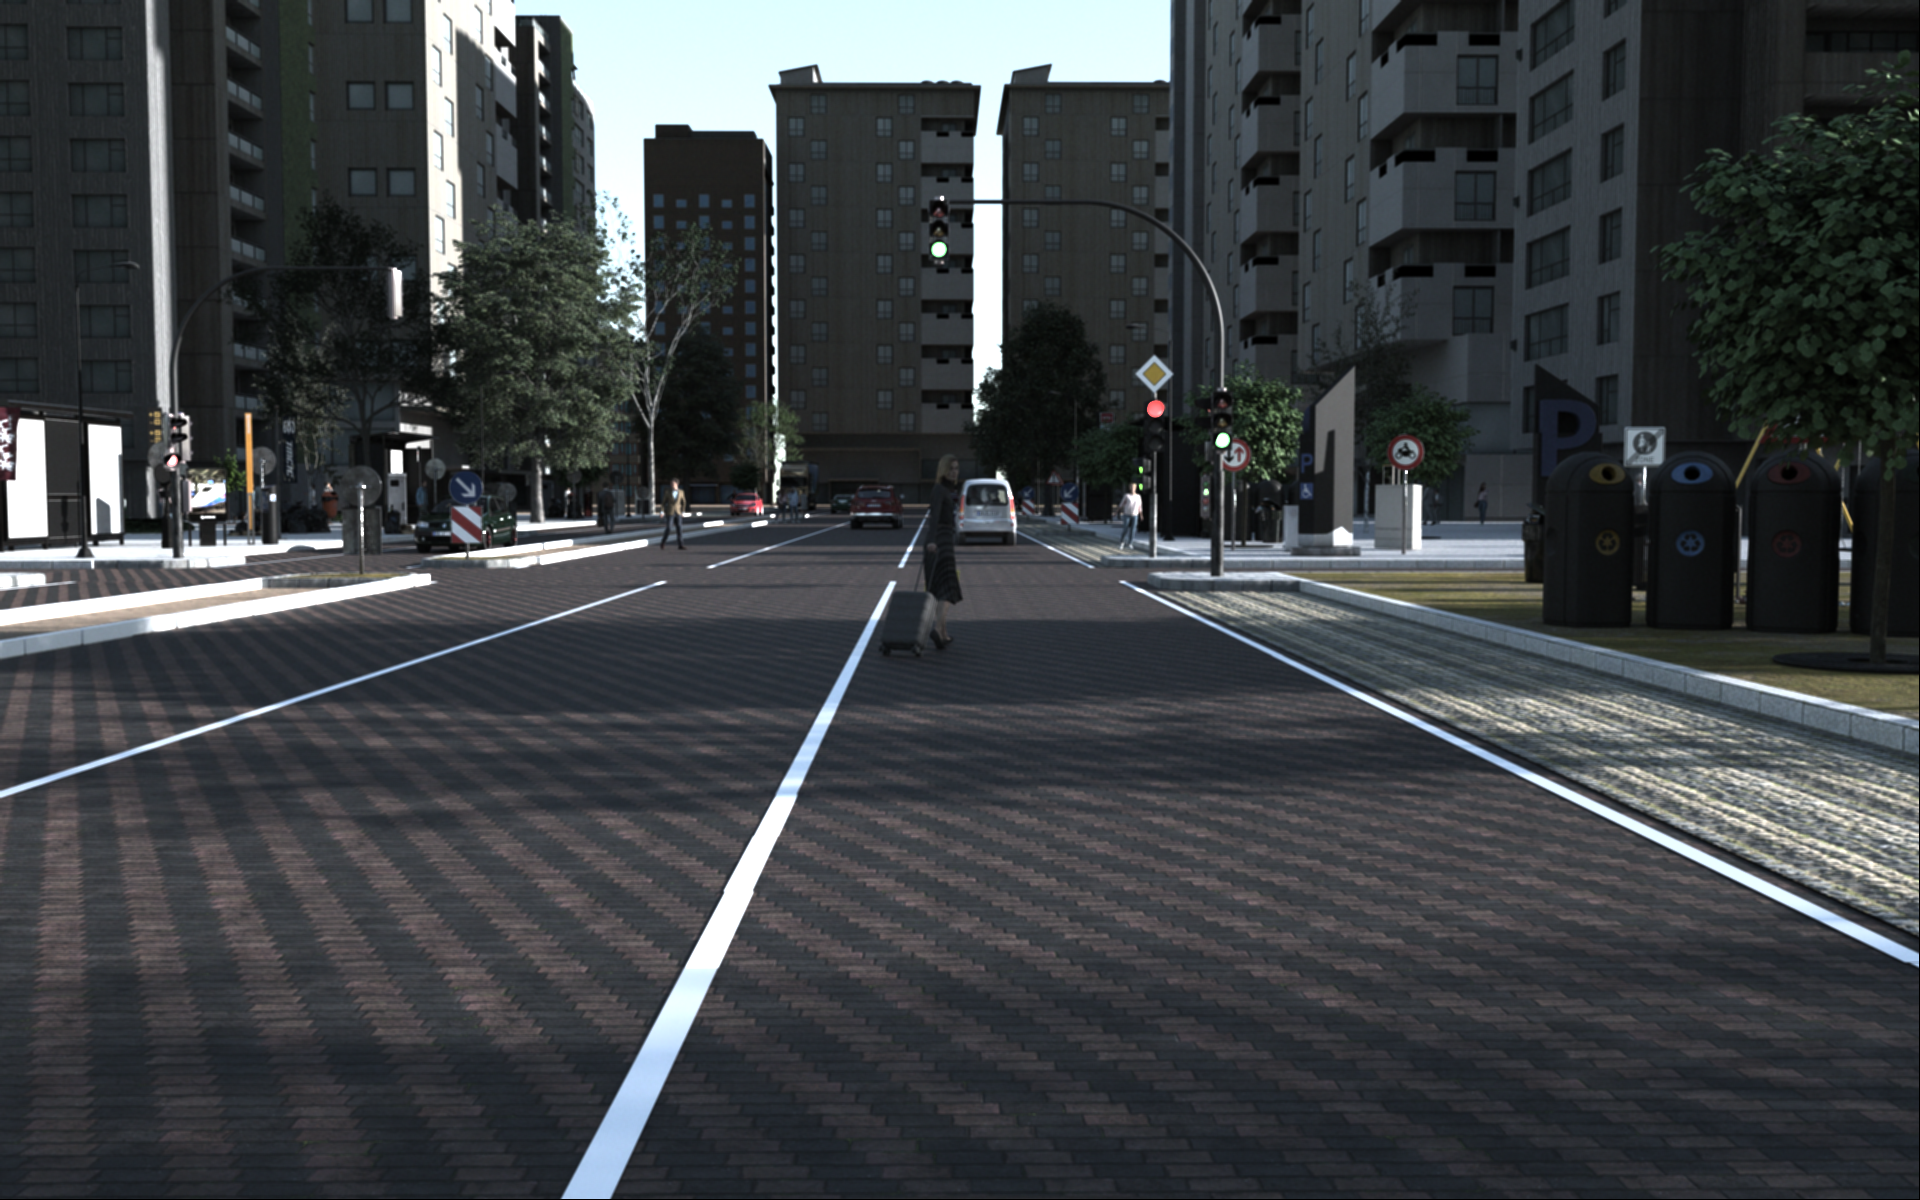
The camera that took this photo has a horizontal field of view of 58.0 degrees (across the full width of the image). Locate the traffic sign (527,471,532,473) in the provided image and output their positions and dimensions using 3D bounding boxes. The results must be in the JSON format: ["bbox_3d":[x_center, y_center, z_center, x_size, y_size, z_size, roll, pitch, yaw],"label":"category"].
[{"bbox_3d":[-23.075,-5.712,93.492,0.768,2.556,0.104,0,4,1],"label":"traffic sign"}]

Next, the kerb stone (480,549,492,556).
[{"bbox_3d":[-10.783,-1.025,38.957,0.120,0.150,1.000,0,4,-1],"label":"kerb stone"}]

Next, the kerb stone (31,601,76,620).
[{"bbox_3d":[-10.541,0.135,19.988,0.120,0.150,1.000,0,4,-1],"label":"kerb stone"}]

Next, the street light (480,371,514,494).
[{"bbox_3d":[-17.562,-5.691,65.584,1.470,5.913,1.316,0,4,-1],"label":"street light"}]

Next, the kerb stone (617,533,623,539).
[{"bbox_3d":[-11.004,-2.029,55.385,0.120,0.150,1.000,0,4,-1],"label":"kerb stone"}]

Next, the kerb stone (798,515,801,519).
[{"bbox_3d":[-9.484,-4.790,100.505,0.120,0.150,1.000,0,4,-1],"label":"kerb stone"}]

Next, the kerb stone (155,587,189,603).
[{"bbox_3d":[-10.582,-0.053,23.056,0.120,0.150,1.000,0,4,-1],"label":"kerb stone"}]

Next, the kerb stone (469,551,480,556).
[{"bbox_3d":[-10.772,-0.961,37.935,0.120,0.150,1.000,0,4,-1],"label":"kerb stone"}]

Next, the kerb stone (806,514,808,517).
[{"bbox_3d":[-9.550,-5.103,105.635,0.120,0.150,1.000,0,4,-1],"label":"kerb stone"}]

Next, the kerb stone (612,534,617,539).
[{"bbox_3d":[-10.985,-1.967,54.356,0.120,0.150,1.000,0,4,-1],"label":"kerb stone"}]

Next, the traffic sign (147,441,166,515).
[{"bbox_3d":[-19.149,-2.541,41.649,0.768,2.556,0.104,0,3,0],"label":"traffic sign"}]

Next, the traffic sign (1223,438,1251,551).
[{"bbox_3d":[6.202,-2.394,39.250,0.768,2.556,0.104,1,4,8],"label":"traffic sign"}]

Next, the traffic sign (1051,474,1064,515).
[{"bbox_3d":[6.136,-6.628,108.376,0.884,2.594,0.081,0,4,2],"label":"traffic sign"}]

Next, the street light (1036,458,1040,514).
[{"bbox_3d":[4.409,-8.412,110.081,1.470,5.913,1.316,0,4,-1],"label":"street light"}]

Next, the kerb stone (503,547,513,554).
[{"bbox_3d":[-10.815,-1.147,41.001,0.120,0.150,1.000,0,4,-1],"label":"kerb stone"}]

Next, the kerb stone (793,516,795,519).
[{"bbox_3d":[-9.425,-4.538,96.390,0.120,0.150,1.000,0,4,-1],"label":"kerb stone"}]

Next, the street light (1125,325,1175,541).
[{"bbox_3d":[5.224,-4.591,47.602,1.470,5.913,1.316,0,4,-1],"label":"street light"}]

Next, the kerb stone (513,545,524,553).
[{"bbox_3d":[-10.823,-1.213,42.029,0.120,0.150,1.000,0,4,-1],"label":"kerb stone"}]

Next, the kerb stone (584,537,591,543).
[{"bbox_3d":[-10.938,-1.716,50.249,0.120,0.150,1.000,0,4,-1],"label":"kerb stone"}]

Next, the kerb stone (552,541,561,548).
[{"bbox_3d":[-10.874,-1.464,46.140,0.120,0.150,1.000,0,4,-1],"label":"kerb stone"}]

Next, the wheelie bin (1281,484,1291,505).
[{"bbox_3d":[10.124,-2.777,53.306,0.980,1.594,0.693,-1,4,-11],"label":"wheelie bin"}]

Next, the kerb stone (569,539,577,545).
[{"bbox_3d":[-10.900,-1.590,48.197,0.120,0.150,1.000,0,4,-1],"label":"kerb stone"}]

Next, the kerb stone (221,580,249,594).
[{"bbox_3d":[-10.607,-0.171,25.106,0.120,0.150,1.000,0,4,-1],"label":"kerb stone"}]

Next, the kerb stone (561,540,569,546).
[{"bbox_3d":[-10.888,-1.526,47.173,0.120,0.150,1.000,0,4,-1],"label":"kerb stone"}]

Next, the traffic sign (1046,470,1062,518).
[{"bbox_3d":[5.003,-5.654,92.444,0.884,2.594,0.081,0,4,0],"label":"traffic sign"}]

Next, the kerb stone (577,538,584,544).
[{"bbox_3d":[-10.924,-1.653,49.227,0.120,0.150,1.000,0,4,-1],"label":"kerb stone"}]

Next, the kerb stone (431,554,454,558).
[{"bbox_3d":[-10.747,-0.838,35.890,0.120,0.150,1.000,0,4,-1],"label":"kerb stone"}]

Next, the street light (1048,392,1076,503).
[{"bbox_3d":[4.688,-6.493,78.699,1.470,5.913,1.316,0,4,-1],"label":"street light"}]

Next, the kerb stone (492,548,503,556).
[{"bbox_3d":[-10.794,-1.087,39.979,0.120,0.150,1.000,0,4,-1],"label":"kerb stone"}]

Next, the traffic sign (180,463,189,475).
[{"bbox_3d":[-21.696,-2.936,48.002,0.884,2.594,0.081,1,4,8],"label":"traffic sign"}]

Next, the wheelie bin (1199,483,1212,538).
[{"bbox_3d":[7.375,-2.593,50.300,0.693,1.594,0.980,2,4,28],"label":"wheelie bin"}]

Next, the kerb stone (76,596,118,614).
[{"bbox_3d":[-10.551,0.075,21.012,0.120,0.150,1.000,0,4,-1],"label":"kerb stone"}]

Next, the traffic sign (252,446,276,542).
[{"bbox_3d":[-18.699,-2.832,46.401,0.768,2.556,0.104,0,4,6],"label":"traffic sign"}]

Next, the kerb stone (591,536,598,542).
[{"bbox_3d":[-10.944,-1.774,51.271,0.120,0.150,1.000,0,4,-1],"label":"kerb stone"}]

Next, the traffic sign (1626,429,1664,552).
[{"bbox_3d":[10.458,-1.493,26.532,0.606,2.300,0.079,0,4,2],"label":"traffic sign"}]

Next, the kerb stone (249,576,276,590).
[{"bbox_3d":[-10.617,-0.240,26.127,0.120,0.150,1.000,0,4,-1],"label":"kerb stone"}]

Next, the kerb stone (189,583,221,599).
[{"bbox_3d":[-10.586,-0.115,24.084,0.120,0.150,1.000,0,4,-1],"label":"kerb stone"}]

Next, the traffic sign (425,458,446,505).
[{"bbox_3d":[-18.638,-3.756,61.523,0.768,2.556,0.104,0,4,7],"label":"traffic sign"}]

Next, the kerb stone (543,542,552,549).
[{"bbox_3d":[-10.860,-1.401,45.106,0.120,0.150,1.000,0,4,-1],"label":"kerb stone"}]

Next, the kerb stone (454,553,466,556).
[{"bbox_3d":[-10.759,-0.900,36.913,0.120,0.150,1.000,0,4,-1],"label":"kerb stone"}]

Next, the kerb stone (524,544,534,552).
[{"bbox_3d":[-10.835,-1.276,43.060,0.120,0.150,1.000,0,4,-1],"label":"kerb stone"}]

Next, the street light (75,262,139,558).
[{"bbox_3d":[-17.155,-3.811,34.849,1.470,5.913,1.316,0,4,-1],"label":"street light"}]

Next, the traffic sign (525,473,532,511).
[{"bbox_3d":[-21.140,-5.095,85.428,0.606,2.300,0.079,0,4,4],"label":"traffic sign"}]

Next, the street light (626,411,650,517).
[{"bbox_3d":[-17.967,-7.586,96.567,1.470,5.913,1.316,0,4,-1],"label":"street light"}]

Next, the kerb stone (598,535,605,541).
[{"bbox_3d":[-10.958,-1.841,52.308,0.120,0.150,1.000,0,4,-1],"label":"kerb stone"}]

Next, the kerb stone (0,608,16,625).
[{"bbox_3d":[-10.521,0.198,18.959,0.120,0.150,1.000,0,4,-1],"label":"kerb stone"}]

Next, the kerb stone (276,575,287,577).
[{"bbox_3d":[-10.638,-0.298,27.149,0.120,0.150,1.000,0,4,-1],"label":"kerb stone"}]

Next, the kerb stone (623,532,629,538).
[{"bbox_3d":[-11.012,-2.089,56.408,0.120,0.150,1.000,0,4,-1],"label":"kerb stone"}]

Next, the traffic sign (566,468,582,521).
[{"bbox_3d":[-18.615,-5.103,83.536,0.768,2.556,0.104,0,4,4],"label":"traffic sign"}]

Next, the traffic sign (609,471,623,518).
[{"bbox_3d":[-18.608,-5.730,93.798,0.768,2.556,0.104,0,4,2],"label":"traffic sign"}]

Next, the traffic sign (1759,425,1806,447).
[{"bbox_3d":[8.840,-1.113,18.209,0.884,2.594,0.081,0,4,7],"label":"traffic sign"}]

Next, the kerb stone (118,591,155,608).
[{"bbox_3d":[-10.560,0.012,22.034,0.120,0.150,1.000,0,4,-1],"label":"kerb stone"}]

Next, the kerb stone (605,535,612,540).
[{"bbox_3d":[-10.965,-1.905,53.334,0.120,0.150,1.000,0,4,-1],"label":"kerb stone"}]

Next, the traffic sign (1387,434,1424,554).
[{"bbox_3d":[9.458,-2.247,36.840,0.768,2.556,0.104,1,4,9],"label":"traffic sign"}]

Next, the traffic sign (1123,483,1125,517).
[{"bbox_3d":[6.688,-4.304,70.476,0.768,2.556,0.104,1,4,9],"label":"traffic sign"}]

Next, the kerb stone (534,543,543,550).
[{"bbox_3d":[-10.847,-1.339,44.082,0.120,0.150,1.000,0,4,-1],"label":"kerb stone"}]
